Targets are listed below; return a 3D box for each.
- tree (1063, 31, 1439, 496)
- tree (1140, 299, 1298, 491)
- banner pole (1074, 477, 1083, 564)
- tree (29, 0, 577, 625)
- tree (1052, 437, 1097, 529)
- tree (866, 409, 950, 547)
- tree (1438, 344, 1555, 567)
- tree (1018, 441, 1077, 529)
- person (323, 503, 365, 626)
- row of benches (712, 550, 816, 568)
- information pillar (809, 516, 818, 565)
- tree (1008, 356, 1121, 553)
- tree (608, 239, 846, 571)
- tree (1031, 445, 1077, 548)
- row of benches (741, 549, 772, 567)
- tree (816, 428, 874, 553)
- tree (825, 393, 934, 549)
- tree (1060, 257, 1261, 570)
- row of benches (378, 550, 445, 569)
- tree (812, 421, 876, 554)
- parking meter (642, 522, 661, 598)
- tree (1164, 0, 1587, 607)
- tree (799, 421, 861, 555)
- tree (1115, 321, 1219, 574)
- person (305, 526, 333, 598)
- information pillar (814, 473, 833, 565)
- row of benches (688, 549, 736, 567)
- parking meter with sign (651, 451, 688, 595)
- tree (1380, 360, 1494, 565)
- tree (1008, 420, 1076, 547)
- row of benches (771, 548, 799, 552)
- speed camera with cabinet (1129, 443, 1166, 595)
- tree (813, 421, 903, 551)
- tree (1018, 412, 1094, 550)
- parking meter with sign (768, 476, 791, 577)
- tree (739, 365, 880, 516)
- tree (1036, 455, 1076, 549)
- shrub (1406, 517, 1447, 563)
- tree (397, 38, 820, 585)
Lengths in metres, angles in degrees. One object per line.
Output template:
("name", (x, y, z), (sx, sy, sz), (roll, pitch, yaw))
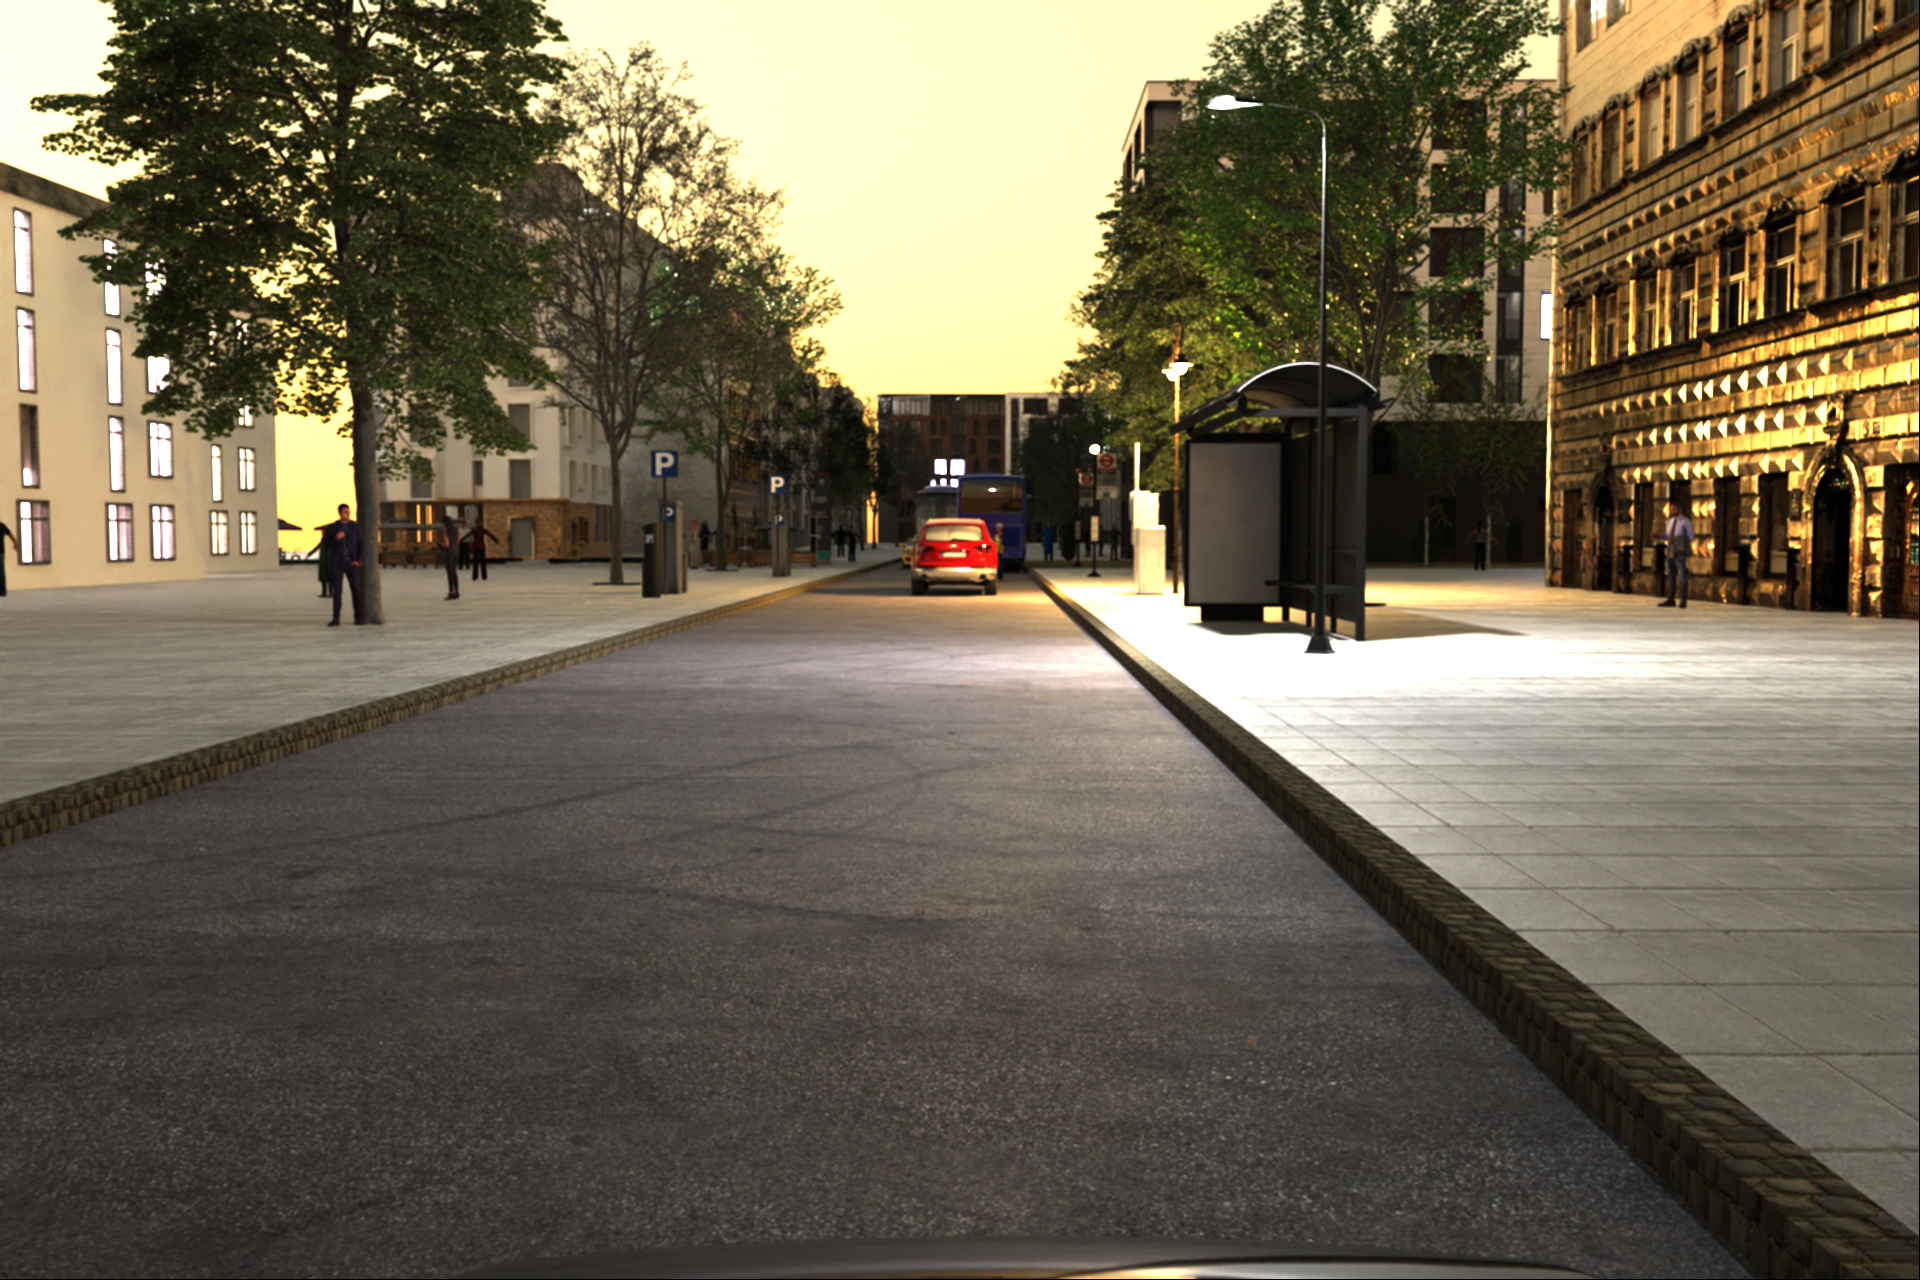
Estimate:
("tree", (7.278, -8.422, 44.350), (9.857, 13.997, 8.962), (0, 3, 0))
("tree", (11.051, -9.466, 72.901), (7.486, 12.596, 7.792), (0, 3, 0))
("banner pole", (5.157, -5.203, 75.078), (0.401, 3.779, 0.863), (0, 4, 0))
("tree", (-8.683, -6.476, 24.002), (7.486, 12.596, 7.792), (0, 3, 0))
("tree", (8.270, -10.934, 129.136), (4.360, 8.622, 3.978), (0, 3, 0))
("tree", (-6.060, -15.803, 168.747), (12.009, 13.543, 11.850), (0, 3, 0))
("tree", (20.568, -7.095, 66.370), (4.737, 8.622, 4.395), (0, 3, 0))
("tree", (8.389, -13.931, 162.184), (8.767, 10.594, 7.601), (2, 4, 33))
("person", (-8.614, -1.057, 24.244), (0.541, 1.710, 0.530), (-1, 4, -9))
("row of benches", (-7.402, -3.100, 66.154), (4.104, 0.672, 1.422), (-1, 4, -12))
("information pillar", (-6.036, -4.096, 71.454), (0.304, 2.012, 0.304), (0, 4, 2))
("tree", (7.849, -12.721, 118.359), (12.009, 13.543, 11.850), (0, 3, 0))
("tree", (-8.147, -8.208, 59.953), (9.928, 11.665, 9.643), (0, 3, 0))
("tree", (8.286, -11.409, 136.904), (4.360, 8.622, 3.978), (0, 3, 0))
("row of benches", (-8.116, -3.354, 70.293), (1.422, 0.672, 4.104), (1, 4, 9))
("tree", (-7.367, -10.173, 116.691), (4.360, 8.622, 3.978), (0, 3, 0))
("tree", (-7.421, -14.623, 149.449), (12.009, 13.543, 11.850), (0, 3, 0))
("tree", (7.465, -8.345, 62.190), (9.928, 11.665, 9.643), (0, 3, 0))
("row of benches", (-21.005, -3.036, 65.101), (4.104, 0.672, 1.422), (1, 4, 22))
("tree", (-7.440, -9.830, 111.086), (4.737, 8.622, 4.395), (0, 3, 0))
("parking meter", (-6.244, -1.628, 35.023), (0.372, 1.533, 0.369), (0, 3, 0))
("tree", (7.200, -6.420, 30.720), (9.928, 11.665, 9.643), (0, 3, 0))
("tree", (-7.727, -9.451, 104.880), (4.360, 8.622, 3.978), (0, 3, 0))
("tree", (7.129, -6.416, 55.260), (4.360, 8.622, 3.978), (0, 3, 0))
("person", (-12.855, -1.576, 34.986), (0.989, 1.438, 0.599), (2, 4, 29))
("information pillar", (-5.799, -5.127, 73.198), (0.750, 3.857, 0.750), (0, 4, 1))
("row of benches", (-9.995, -3.346, 70.176), (1.422, 0.672, 4.104), (1, 4, 12))
("parking meter with sign", (-6.186, -2.502, 37.167), (0.543, 3.016, 1.738), (0, 3, 0))
("tree", (19.674, -7.435, 71.932), (4.737, 8.622, 4.395), (0, 3, 0))
("tree", (8.282, -15.513, 171.765), (7.486, 12.596, 7.792), (0, 3, 0))
("row of benches", (-7.851, -3.730, 76.453), (1.422, 0.672, 4.104), (0, 4, 7))
("speed camera with cabinet", (4.023, -2.615, 37.086), (0.660, 3.252, 2.038), (0, 4, 1))
("tree", (-7.810, -12.128, 132.697), (7.601, 10.594, 8.767), (1, 4, 9))
("tree", (8.597, -13.344, 143.926), (9.928, 11.665, 9.643), (0, 3, 0))
("parking meter with sign", (-5.427, -3.439, 52.485), (0.543, 3.016, 1.738), (0, 4, 1))
("tree", (-8.103, -9.712, 93.199), (8.767, 10.594, 7.601), (1, 4, 11))
("tree", (8.679, -12.419, 153.412), (4.737, 8.622, 4.395), (0, 3, 0))
("shrub", (20.556, -4.423, 76.359), (1.661, 2.075, 1.752), (0, 3, 0))
("tree", (-8.632, -8.131, 43.320), (12.009, 13.543, 11.850), (0, 3, 0))
